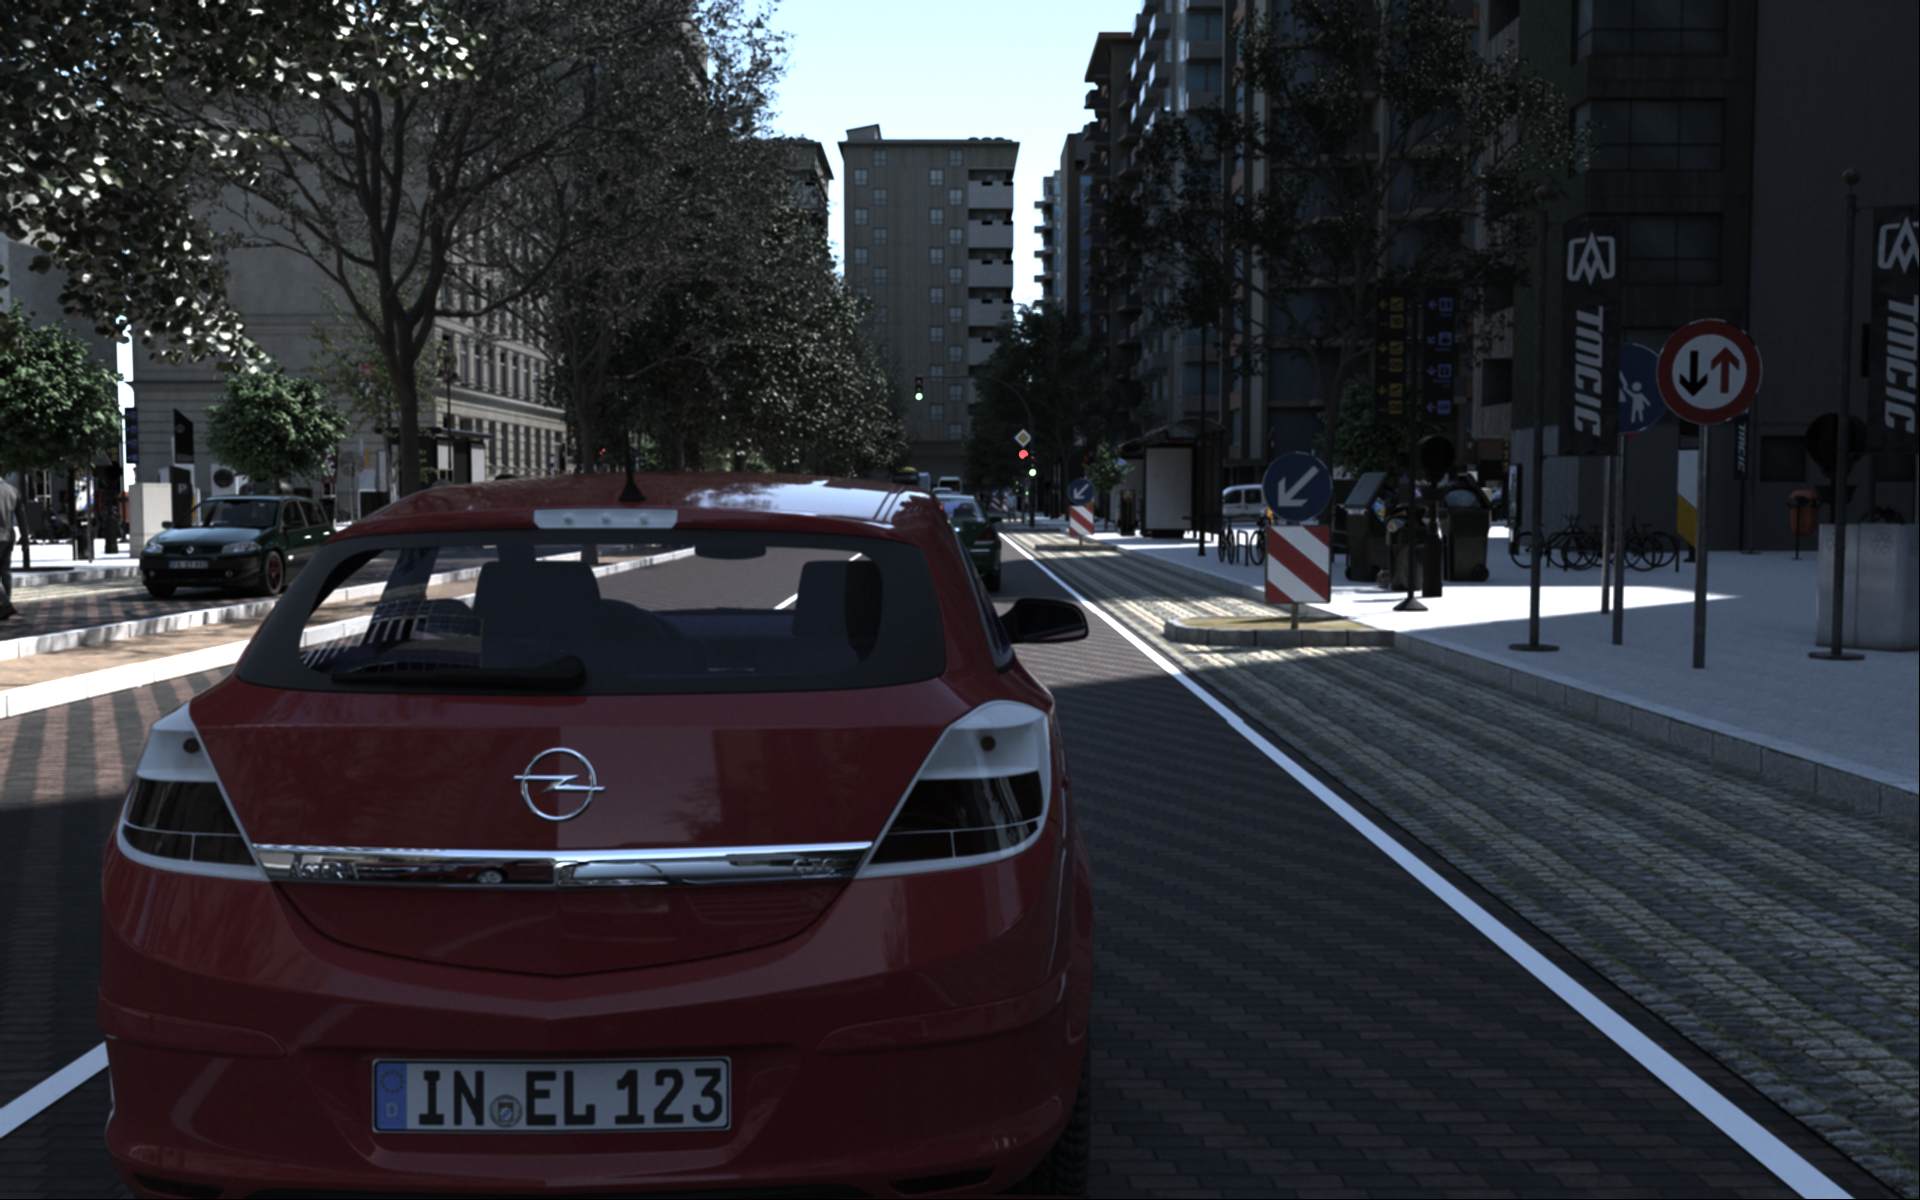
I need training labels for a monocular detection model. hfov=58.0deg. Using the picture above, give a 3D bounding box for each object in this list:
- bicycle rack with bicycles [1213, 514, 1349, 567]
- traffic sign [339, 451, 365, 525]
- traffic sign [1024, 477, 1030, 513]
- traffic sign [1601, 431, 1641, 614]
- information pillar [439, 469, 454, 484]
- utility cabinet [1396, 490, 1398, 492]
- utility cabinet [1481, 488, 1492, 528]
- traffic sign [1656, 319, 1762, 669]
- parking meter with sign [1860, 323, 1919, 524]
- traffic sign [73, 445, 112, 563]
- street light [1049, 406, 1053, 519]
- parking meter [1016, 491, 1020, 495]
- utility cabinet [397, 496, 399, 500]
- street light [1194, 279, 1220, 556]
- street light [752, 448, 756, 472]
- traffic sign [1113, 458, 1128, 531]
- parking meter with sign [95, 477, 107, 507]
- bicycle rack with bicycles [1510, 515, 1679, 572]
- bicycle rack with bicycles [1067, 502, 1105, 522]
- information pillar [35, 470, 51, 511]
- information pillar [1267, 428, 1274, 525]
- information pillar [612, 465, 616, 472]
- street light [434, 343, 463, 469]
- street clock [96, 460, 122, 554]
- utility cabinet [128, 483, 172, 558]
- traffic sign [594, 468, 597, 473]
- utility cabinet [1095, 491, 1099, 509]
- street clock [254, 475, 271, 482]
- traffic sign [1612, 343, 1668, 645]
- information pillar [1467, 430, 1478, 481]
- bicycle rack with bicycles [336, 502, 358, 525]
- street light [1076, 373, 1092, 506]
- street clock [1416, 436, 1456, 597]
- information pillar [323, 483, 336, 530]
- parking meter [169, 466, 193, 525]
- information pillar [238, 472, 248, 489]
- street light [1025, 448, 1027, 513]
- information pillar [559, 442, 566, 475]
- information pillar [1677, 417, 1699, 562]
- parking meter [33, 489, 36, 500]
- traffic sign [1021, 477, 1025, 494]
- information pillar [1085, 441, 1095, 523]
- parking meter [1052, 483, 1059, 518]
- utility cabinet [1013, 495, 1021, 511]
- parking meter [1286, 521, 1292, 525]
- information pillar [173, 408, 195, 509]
[{"bbox_3d":[5.879,-1.099,31.347,2.852,0.926,2.925,0,4,5],"label":"bicycle rack with bicycles"},{"bbox_3d":[-17.930,-3.117,51.069,0.768,2.556,0.104,0,4,2],"label":"traffic sign"},{"bbox_3d":[4.727,-7.350,120.279,0.768,2.556,0.104,0,3,0],"label":"traffic sign"},{"bbox_3d":[6.910,-1.123,18.474,0.768,2.556,0.104,0,4,6],"label":"traffic sign"},{"bbox_3d":[-15.168,-2.855,51.170,0.304,2.012,0.304,2,4,24],"label":"information pillar"},{"bbox_3d":[20.008,-4.336,79.574,1.173,1.500,0.318,2,4,33],"label":"utility cabinet"},{"bbox_3d":[19.117,-3.393,64.159,1.173,1.500,0.318,-1,4,-22],"label":"utility cabinet"},{"bbox_3d":[5.448,-0.770,12.694,0.768,2.556,0.104,0,4,0],"label":"traffic sign"},{"bbox_3d":[9.947,-1.282,17.230,0.543,3.016,1.738,-3,5,-41],"label":"parking meter with sign"},{"bbox_3d":[-16.135,-1.961,32.065,0.884,2.594,0.081,0,4,1],"label":"traffic sign"},{"bbox_3d":[4.648,-7.047,88.006,0.468,5.910,1.993,0,4,0],"label":"street light"},{"bbox_3d":[4.553,-7.821,136.283,0.372,1.533,0.369,0,3,0],"label":"parking meter"},{"bbox_3d":[-40.419,-6.939,124.621,1.020,1.237,0.306,2,4,27],"label":"utility cabinet"},{"bbox_3d":[5.026,-3.856,35.830,0.468,5.910,1.993,0,4,0],"label":"street light"},{"bbox_3d":[-16.083,-10.002,136.313,0.468,5.910,1.993,0,4,0],"label":"street light"},{"bbox_3d":[5.480,-3.704,60.673,0.768,2.556,0.104,0,4,5],"label":"traffic sign"},{"bbox_3d":[-73.467,-9.279,147.964,0.543,3.016,1.738,-3,5,-40],"label":"parking meter with sign"},{"bbox_3d":[10.930,-0.991,29.591,2.925,0.926,2.852,1,4,11],"label":"bicycle rack with bicycles"},{"bbox_3d":[6.431,-4.078,80.054,2.925,0.926,2.852,-2,4,-34],"label":"bicycle rack with bicycles"},{"bbox_3d":[-26.931,-2.837,50.882,0.304,2.012,0.304,0,4,-1],"label":"information pillar"},{"bbox_3d":[11.015,-4.288,61.469,0.183,3.616,0.504,2,4,27],"label":"information pillar"},{"bbox_3d":[-18.852,-6.289,94.179,0.183,3.616,0.504,1,4,23],"label":"information pillar"},{"bbox_3d":[-15.662,-4.914,53.136,0.468,5.910,1.993,0,4,0],"label":"street light"},{"bbox_3d":[-18.198,-1.989,37.087,0.358,2.002,0.471,1,4,22],"label":"street clock"},{"bbox_3d":[-16.299,-1.601,34.862,0.318,1.500,1.173,0,4,2],"label":"utility cabinet"},{"bbox_3d":[-16.360,-4.715,77.089,0.884,2.594,0.081,0,4,0],"label":"traffic sign"},{"bbox_3d":[9.339,-6.984,122.872,1.173,1.500,0.318,-1,4,-14],"label":"utility cabinet"},{"bbox_3d":[-19.613,-2.705,48.800,0.471,2.002,0.358,-1,4,-13],"label":"street clock"},{"bbox_3d":[5.609,-0.893,14.701,0.768,2.556,0.104,1,4,9],"label":"traffic sign"},{"bbox_3d":[18.655,-4.390,63.133,0.183,3.616,0.504,-2,4,-24],"label":"information pillar"},{"bbox_3d":[-27.541,-3.796,75.441,2.925,0.926,2.852,-2,4,-24],"label":"bicycle rack with bicycles"},{"bbox_3d":[4.725,-5.712,66.183,0.468,5.910,1.993,0,4,0],"label":"street light"},{"bbox_3d":[5.898,-1.040,21.582,0.471,2.002,0.358,-1,4,-9],"label":"street clock"},{"bbox_3d":[-20.694,-3.201,56.828,0.304,2.012,0.304,0,4,3],"label":"information pillar"},{"bbox_3d":[-16.157,-1.850,35.954,0.399,1.863,0.255,-3,5,-41],"label":"parking meter"},{"bbox_3d":[-31.244,-5.156,75.653,0.504,3.616,0.183,-2,4,-25],"label":"information pillar"},{"bbox_3d":[4.516,-8.926,118.730,0.468,5.910,1.993,0,4,0],"label":"street light"},{"bbox_3d":[-17.966,-5.322,78.371,0.183,3.616,0.504,1,4,10],"label":"information pillar"},{"bbox_3d":[13.753,-2.518,32.519,0.504,3.616,0.183,3,5,44],"label":"information pillar"},{"bbox_3d":[-42.773,-4.374,79.920,0.372,1.533,0.369,0,3,0],"label":"parking meter"},{"bbox_3d":[4.611,-7.622,124.729,0.768,2.556,0.104,0,4,3],"label":"traffic sign"},{"bbox_3d":[5.762,-5.245,77.105,0.504,3.616,0.183,2,4,27],"label":"information pillar"},{"bbox_3d":[5.061,-5.253,91.599,0.255,1.863,0.399,-2,4,-25],"label":"parking meter"},{"bbox_3d":[4.456,-7.427,132.600,1.020,1.237,0.306,2,4,27],"label":"utility cabinet"},{"bbox_3d":[10.255,-2.752,53.412,0.372,1.533,0.369,0,3,0],"label":"parking meter"},{"bbox_3d":[-21.117,-3.412,47.141,0.504,3.616,0.183,-3,4,-38],"label":"information pillar"}]
